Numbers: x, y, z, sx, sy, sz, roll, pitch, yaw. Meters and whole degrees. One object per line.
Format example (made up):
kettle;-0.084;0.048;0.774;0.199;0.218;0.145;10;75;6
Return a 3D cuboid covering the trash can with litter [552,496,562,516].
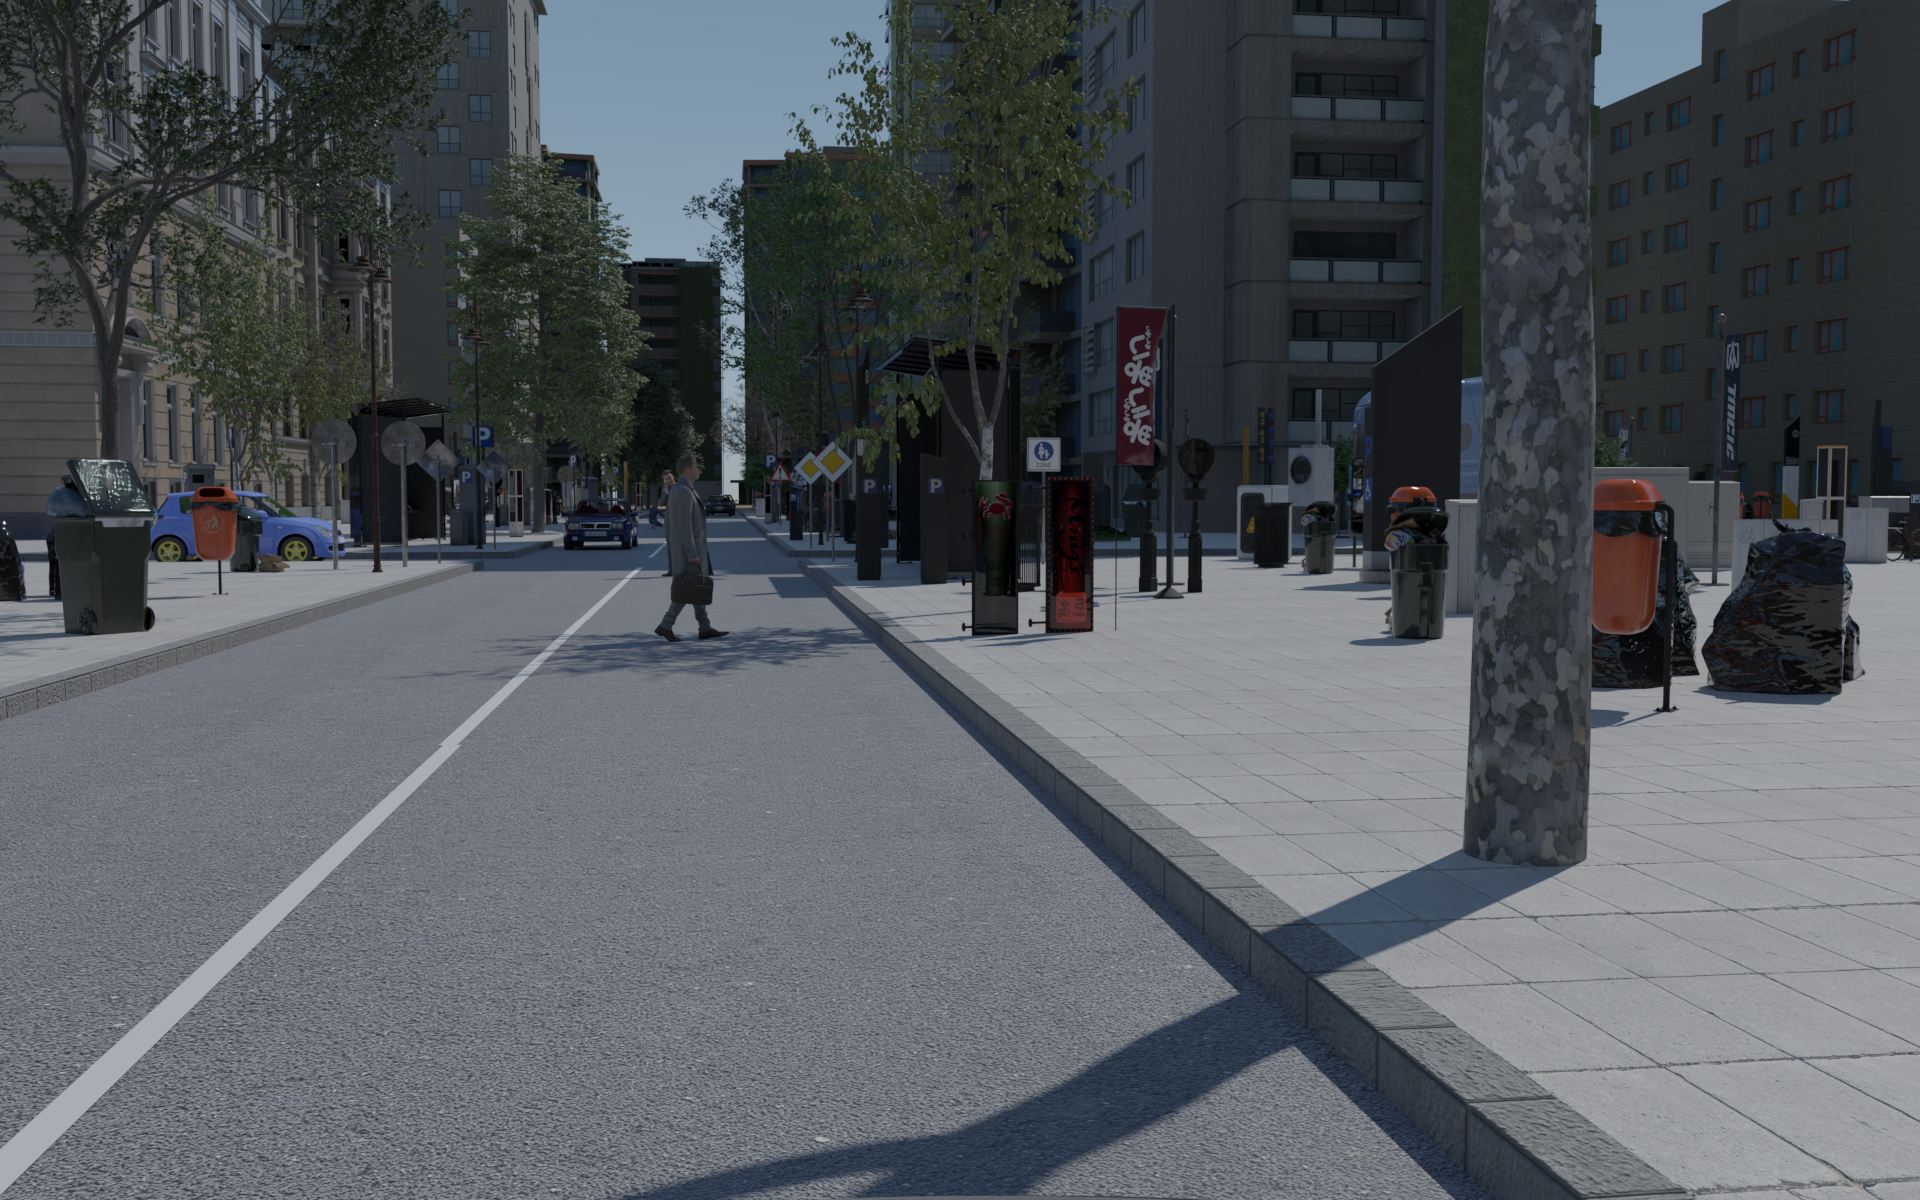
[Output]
trash can with litter;-23.726;-5.466;100.752;1.055;1.170;0.624;-2;4;-24

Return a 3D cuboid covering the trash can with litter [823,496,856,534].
trash can with litter;-3.577;-2.773;56.389;2.233;1.210;1.678;-2;4;-34

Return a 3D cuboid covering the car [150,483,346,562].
car;-14.337;-1.546;34.869;3.694;1.707;1.945;-1;4;-9

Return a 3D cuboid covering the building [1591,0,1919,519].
building;44.257;-13.806;70.774;28.899;21.520;27.650;0;4;-8

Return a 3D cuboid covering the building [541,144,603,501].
building;-59.152;-34.231;214.307;28.867;44.769;22.147;0;4;-8

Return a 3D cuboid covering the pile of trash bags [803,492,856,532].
pile of trash bags;-4.460;-3.043;59.503;1.912;1.369;3.447;0;4;-7

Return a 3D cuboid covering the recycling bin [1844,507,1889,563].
recycling bin;16.929;-1.218;32.472;0.722;1.027;0.722;1;4;17

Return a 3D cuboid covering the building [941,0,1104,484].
building;10.665;-26.864;93.850;22.147;44.769;28.867;0;4;-8

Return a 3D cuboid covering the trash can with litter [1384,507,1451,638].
trash can with litter;4.054;-0.263;15.690;0.624;1.170;1.055;0;4;1

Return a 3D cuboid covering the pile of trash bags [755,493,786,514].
pile of trash bags;-12.341;-6.216;111.380;1.912;1.369;3.447;1;4;16

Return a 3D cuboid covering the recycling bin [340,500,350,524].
recycling bin;-26.253;-3.800;74.684;0.722;1.027;0.722;0;4;-6

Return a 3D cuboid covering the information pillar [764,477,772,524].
information pillar;-8.235;-4.273;74.358;0.304;2.012;0.304;0;4;-2

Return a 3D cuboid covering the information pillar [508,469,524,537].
information pillar;-13.178;-2.869;51.395;0.304;2.012;0.304;2;4;27

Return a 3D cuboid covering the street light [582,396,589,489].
street light;-16.196;-6.254;75.042;0.468;5.910;1.993;0;4;-8

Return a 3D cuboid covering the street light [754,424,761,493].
street light;-13.315;-8.644;114.123;0.468;5.910;1.993;0;4;-8

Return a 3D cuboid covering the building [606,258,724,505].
building;-36.536;-27.113;214.992;14.107;30.474;14.160;0;4;-8

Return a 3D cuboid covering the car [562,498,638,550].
car;-9.482;-2.034;45.842;1.945;1.354;3.894;0;4;-7

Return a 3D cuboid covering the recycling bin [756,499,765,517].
recycling bin;-10.786;-5.082;95.649;0.722;1.027;0.722;-3;5;-42

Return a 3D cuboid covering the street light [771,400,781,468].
street light;-8.391;-6.508;79.199;0.468;5.910;1.993;0;4;-8

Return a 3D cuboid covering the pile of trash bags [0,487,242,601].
pile of trash bags;-10.749;-0.719;21.504;3.447;1.369;1.912;-1;4;-14

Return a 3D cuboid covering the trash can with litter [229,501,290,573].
trash can with litter;-11.582;-1.052;28.584;1.055;1.170;0.624;1;4;13

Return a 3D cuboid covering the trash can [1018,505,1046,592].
trash can;0.767;-0.691;22.944;0.748;1.137;0.748;0;3;0

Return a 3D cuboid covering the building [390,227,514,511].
building;-48.117;-17.129;125.104;27.650;21.520;28.899;0;4;-8

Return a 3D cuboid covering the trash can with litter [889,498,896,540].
trash can with litter;-2.134;-2.303;49.036;1.055;1.170;0.624;3;4;38

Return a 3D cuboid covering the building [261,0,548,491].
building;-53.373;-34.951;160.681;27.495;52.752;28.713;0;4;-8

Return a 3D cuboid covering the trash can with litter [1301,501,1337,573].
trash can with litter;5.754;-1.027;28.180;0.624;1.170;1.055;0;4;-1

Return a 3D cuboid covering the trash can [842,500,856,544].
trash can;-2.698;-2.023;44.723;0.748;1.137;0.748;0;3;0

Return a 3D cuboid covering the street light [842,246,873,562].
street light;-1.915;-3.651;32.489;0.468;5.910;1.993;0;4;-8

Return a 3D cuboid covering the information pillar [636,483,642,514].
information pillar;-21.034;-6.671;113.557;0.304;2.012;0.304;1;4;13

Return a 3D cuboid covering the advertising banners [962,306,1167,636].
advertising banners;0.988;-1.210;15.965;2.074;3.025;0.090;-1;4;-22

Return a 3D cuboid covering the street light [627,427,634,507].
street light;-20.957;-8.392;109.989;0.468;5.910;1.993;0;4;-8

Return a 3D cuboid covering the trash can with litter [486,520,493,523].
trash can with litter;-21.547;-4.078;77.732;1.678;1.210;2.233;-1;4;-14

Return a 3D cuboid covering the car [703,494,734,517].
car;-15.580;-6.248;111.949;2.009;1.686;4.222;-1;4;-8

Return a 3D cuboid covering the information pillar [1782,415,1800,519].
information pillar;24.658;-3.671;51.372;0.504;3.616;0.183;-1;4;-12

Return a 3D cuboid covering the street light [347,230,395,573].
street light;-9.541;-3.388;28.186;0.468;5.910;1.993;0;4;-8

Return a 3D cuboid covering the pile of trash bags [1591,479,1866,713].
pile of trash bags;4.828;-0.107;11.495;1.912;1.369;3.447;3;4;36

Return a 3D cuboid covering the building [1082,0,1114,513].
building;2.639;-27.219;128.622;14.154;41.232;14.086;0;4;-8

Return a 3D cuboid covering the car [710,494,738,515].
car;-16.217;-6.647;118.471;2.009;1.686;4.222;0;4;-8

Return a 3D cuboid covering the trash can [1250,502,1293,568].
trash can;5.445;-1.140;30.285;0.748;1.137;0.748;0;3;0

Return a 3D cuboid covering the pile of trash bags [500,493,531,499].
pile of trash bags;-26.764;-5.736;103.540;1.912;1.369;3.447;-3;4;-38

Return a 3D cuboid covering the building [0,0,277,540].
building;-31.807;-16.576;56.918;13.634;28.700;20.117;0;4;-8

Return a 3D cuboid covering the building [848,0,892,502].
building;1.503;-52.117;164.783;22.319;86.520;31.000;0;4;-8

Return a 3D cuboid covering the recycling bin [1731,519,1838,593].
recycling bin;8.201;-0.287;17.241;0.722;1.027;0.722;-2;4;-33

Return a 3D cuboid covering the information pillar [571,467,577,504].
information pillar;-24.141;-7.144;108.167;0.504;3.616;0.183;2;4;35

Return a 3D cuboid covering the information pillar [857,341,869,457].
information pillar;-1.467;-2.142;26.372;0.183;3.616;0.504;1;4;9

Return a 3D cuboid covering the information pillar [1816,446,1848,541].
information pillar;13.303;-1.344;26.466;0.304;2.012;0.304;-1;4;-10

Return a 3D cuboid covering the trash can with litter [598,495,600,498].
trash can with litter;-21.042;-5.355;98.604;2.233;1.210;1.678;-1;4;-12

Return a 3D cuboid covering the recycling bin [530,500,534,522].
recycling bin;-19.511;-4.140;80.236;0.722;1.027;0.722;1;4;22

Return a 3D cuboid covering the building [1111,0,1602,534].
building;12.435;-23.032;60.167;14.086;41.232;14.154;0;4;-8

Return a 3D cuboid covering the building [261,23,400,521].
building;-36.042;-16.216;84.224;14.460;24.649;34.723;0;4;-8

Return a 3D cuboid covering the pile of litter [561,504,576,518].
pile of litter;-20.610;-4.803;92.498;1.176;0.858;1.719;-3;4;-36

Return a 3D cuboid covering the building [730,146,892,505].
building;-14.925;-34.641;220.997;28.867;44.769;22.147;0;4;-8

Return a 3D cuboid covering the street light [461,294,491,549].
street light;-11.176;-4.119;40.131;0.468;5.910;1.993;0;4;-8

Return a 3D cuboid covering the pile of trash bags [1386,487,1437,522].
pile of trash bags;7.065;-0.751;22.038;3.447;1.369;1.912;-1;4;-12

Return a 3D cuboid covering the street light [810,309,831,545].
street light;-3.502;-4.322;43.457;0.468;5.910;1.993;0;4;-8
